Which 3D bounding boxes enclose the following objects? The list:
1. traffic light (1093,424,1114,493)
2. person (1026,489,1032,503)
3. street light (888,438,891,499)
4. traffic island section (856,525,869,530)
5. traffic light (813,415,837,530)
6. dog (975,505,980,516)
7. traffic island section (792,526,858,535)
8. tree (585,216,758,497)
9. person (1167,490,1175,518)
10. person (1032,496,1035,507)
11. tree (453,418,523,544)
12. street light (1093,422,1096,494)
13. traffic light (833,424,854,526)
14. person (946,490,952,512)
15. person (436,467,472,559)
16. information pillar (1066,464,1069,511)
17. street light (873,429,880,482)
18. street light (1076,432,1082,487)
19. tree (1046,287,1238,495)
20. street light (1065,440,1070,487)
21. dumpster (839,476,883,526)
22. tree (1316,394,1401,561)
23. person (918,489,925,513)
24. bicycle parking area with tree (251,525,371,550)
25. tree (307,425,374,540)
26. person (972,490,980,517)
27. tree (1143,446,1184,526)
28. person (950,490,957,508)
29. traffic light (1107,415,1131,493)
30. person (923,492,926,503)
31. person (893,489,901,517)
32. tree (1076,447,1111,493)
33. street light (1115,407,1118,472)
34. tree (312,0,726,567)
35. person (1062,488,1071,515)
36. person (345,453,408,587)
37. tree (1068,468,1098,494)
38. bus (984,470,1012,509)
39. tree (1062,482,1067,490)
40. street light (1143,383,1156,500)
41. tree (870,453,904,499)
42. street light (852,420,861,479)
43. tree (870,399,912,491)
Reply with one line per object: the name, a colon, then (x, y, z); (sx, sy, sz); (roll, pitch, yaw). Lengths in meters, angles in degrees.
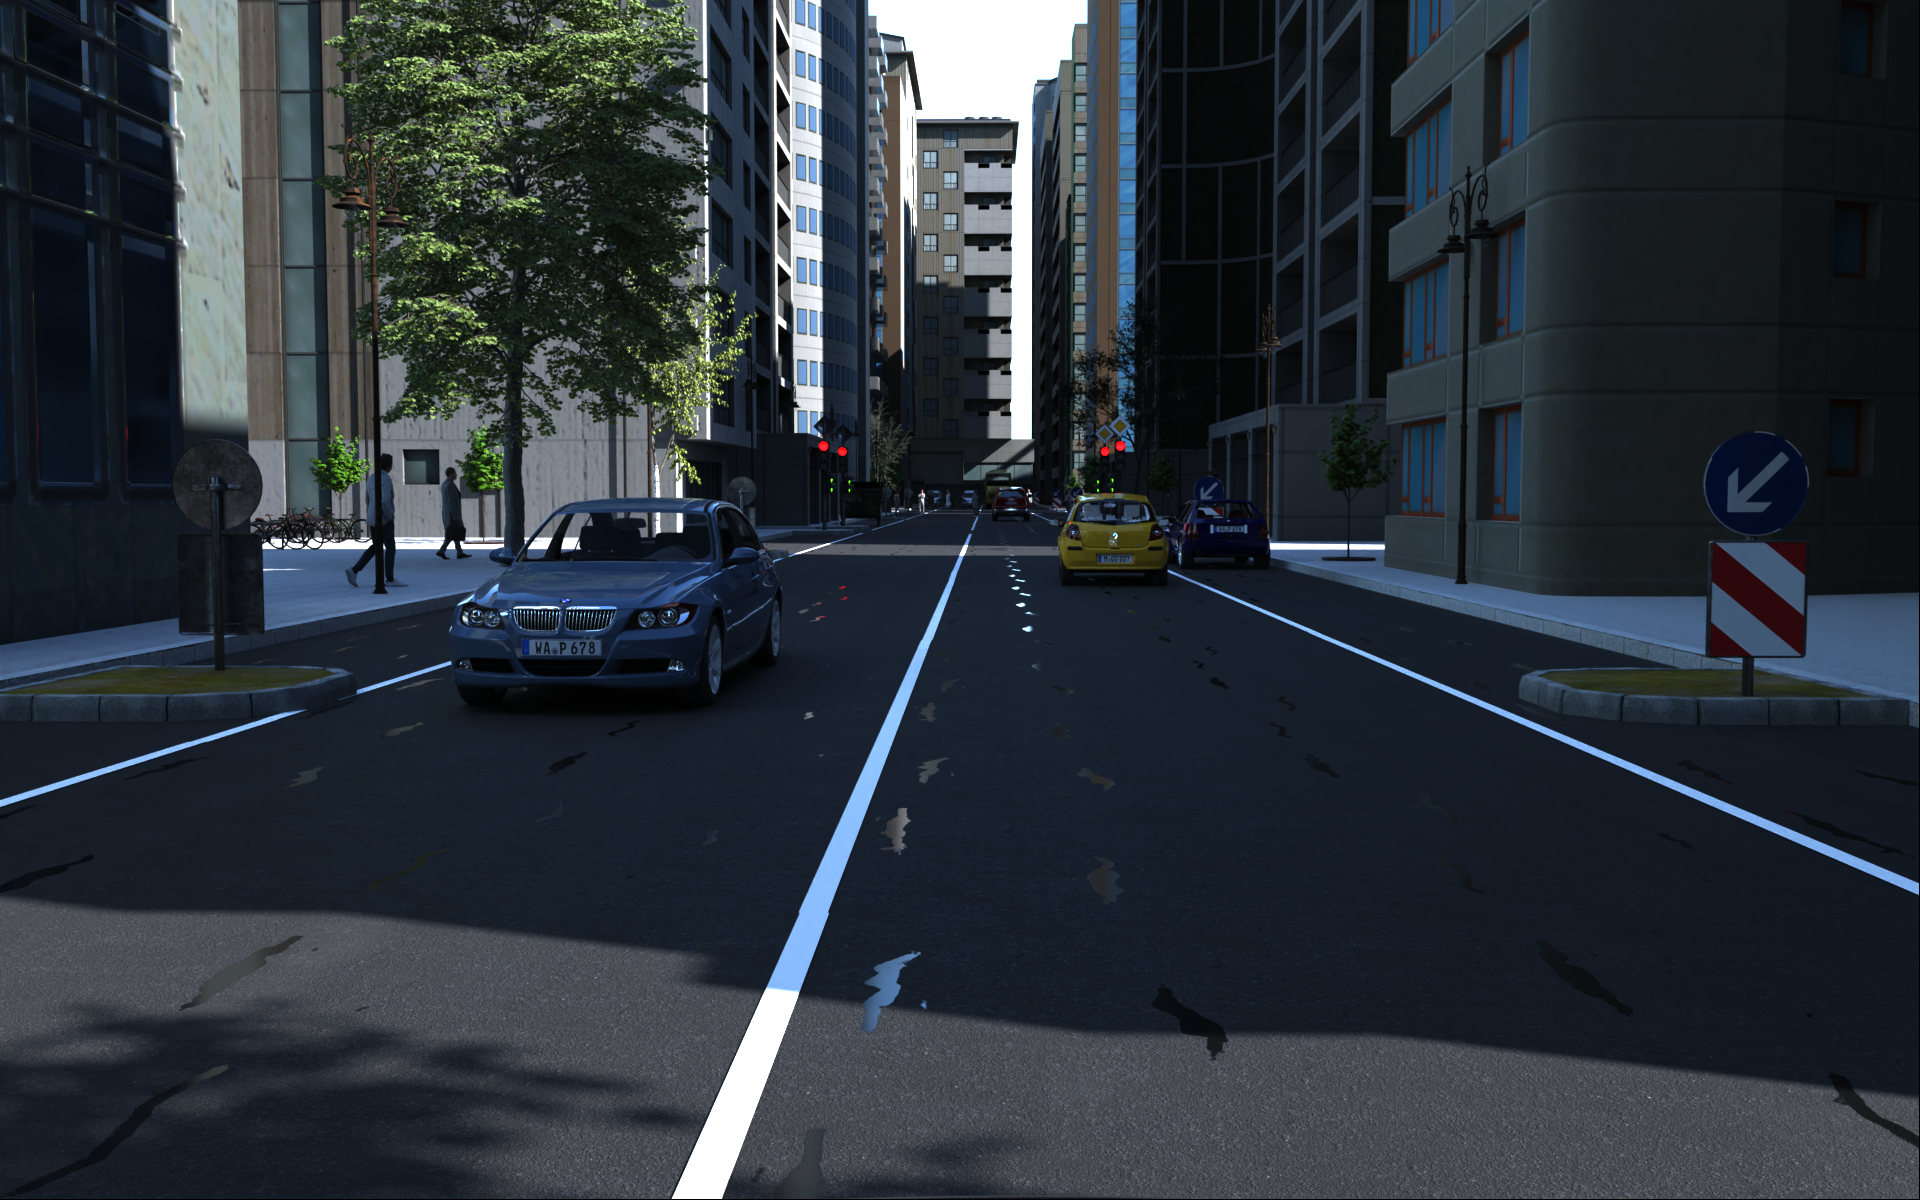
traffic light: (5.778, -4.929, 69.511); (0.839, 4.253, 0.868); (0, 4, 1)
person: (5.027, -7.324, 128.339); (0.635, 1.810, 0.391); (-1, 4, -17)
street light: (-5.696, -10.267, 140.648); (0.468, 5.910, 1.993); (0, 4, 1)
traffic island section: (-4.722, -2.906, 69.793); (2.009, 0.180, 2.903); (0, 4, 1)
traffic light: (-4.806, -4.450, 61.674); (0.839, 4.253, 0.868); (0, 4, 1)
dog: (1.008, -5.793, 111.560); (0.513, 0.831, 0.800); (3, 4, 36)
traffic island section: (-4.846, -2.418, 61.809); (2.009, 0.180, 2.903); (0, 4, 1)
tree: (-7.716, -5.801, 45.213); (4.737, 8.622, 4.395); (0, 3, 0)
person: (11.426, -5.378, 93.781); (0.447, 1.846, 0.655); (0, 4, -1)
person: (8.261, -10.900, 189.944); (0.697, 1.427, 0.421); (3, 4, 39)
tree: (-12.244, -3.046, 44.405); (1.663, 3.219, 1.824); (0, 3, 0)
street light: (8.392, -8.267, 107.953); (0.468, 5.910, 1.993); (0, 4, 1)
traffic light: (-4.682, -4.938, 69.658); (0.839, 4.253, 0.868); (0, 4, 1)
person: (-0.930, -8.149, 142.092); (0.624, 1.780, 0.694); (-1, 4, -13)
person: (-9.992, -1.714, 34.168); (0.767, 1.812, 0.694); (-2, 4, -30)
information pillar: (8.243, -8.636, 132.559); (0.183, 3.616, 0.504); (0, 3, 0)
street light: (-5.925, -9.191, 123.063); (0.468, 5.910, 1.993); (0, 4, 1)
street light: (8.648, -9.354, 125.731); (0.468, 5.910, 1.993); (0, 4, 1)
tree: (8.093, -8.837, 78.904); (8.767, 10.594, 7.601); (-1, 4, -13)
street light: (8.993, -10.481, 144.146); (0.468, 5.910, 1.993); (0, 4, 1)
dumpster: (-4.464, -4.472, 78.073); (1.985, 2.255, 1.502); (0, 4, -1)
tree: (7.425, -2.371, 33.370); (1.663, 3.219, 1.824); (0, 3, 0)
person: (-2.893, -7.436, 130.259); (0.511, 1.800, 0.466); (-1, 4, -9)
bicycle parking area with tree: (-18.792, -3.412, 42.788); (9.016, 4.147, 8.231); (0, 4, 7)
tree: (-17.719, -3.336, 49.148); (1.663, 3.219, 1.824); (0, 3, 0)
person: (0.962, -6.029, 108.076); (0.522, 1.701, 0.512); (1, 4, 21)
tree: (8.205, -4.551, 69.009); (1.663, 3.219, 1.824); (0, 3, 0)
person: (-0.888, -10.525, 180.672); (1.348, 1.812, 0.705); (2, 4, 30)
traffic light: (5.654, -4.441, 61.527); (0.839, 4.253, 0.868); (0, 4, 1)
person: (-4.814, -13.231, 225.760); (0.436, 1.711, 0.756); (-2, 4, -26)
person: (-3.757, -5.703, 102.580); (0.643, 1.720, 0.563); (-2, 4, -31)
tree: (9.874, -8.459, 122.021); (4.285, 4.588, 4.351); (0, 3, 0)
street light: (8.144, -7.173, 90.064); (0.468, 5.910, 1.993); (0, 4, 1)
tree: (-7.757, -6.887, 30.728); (7.486, 12.596, 7.792); (0, 3, 0)
person: (6.125, -5.446, 98.130); (0.643, 1.750, 0.593); (-3, 5, -40)
person: (-8.041, -1.099, 23.858); (0.795, 1.843, 0.661); (-3, 5, -41)
tree: (8.681, -7.495, 117.141); (1.663, 3.219, 1.824); (0, 3, 0)
bus: (3.800, -11.126, 173.451); (2.896, 3.916, 12.252); (0, 4, 1)
tree: (9.709, -9.326, 147.083); (1.663, 3.219, 1.824); (0, 3, 0)
street light: (7.872, -6.091, 72.382); (0.468, 5.910, 1.993); (0, 4, 1)
tree: (-6.077, -9.365, 136.829); (4.285, 4.588, 4.351); (0, 3, 0)
street light: (-6.318, -8.116, 105.480); (0.468, 5.910, 1.993); (0, 4, 1)
tree: (-5.990, -10.986, 129.980); (4.360, 8.622, 3.978); (0, 3, 0)
